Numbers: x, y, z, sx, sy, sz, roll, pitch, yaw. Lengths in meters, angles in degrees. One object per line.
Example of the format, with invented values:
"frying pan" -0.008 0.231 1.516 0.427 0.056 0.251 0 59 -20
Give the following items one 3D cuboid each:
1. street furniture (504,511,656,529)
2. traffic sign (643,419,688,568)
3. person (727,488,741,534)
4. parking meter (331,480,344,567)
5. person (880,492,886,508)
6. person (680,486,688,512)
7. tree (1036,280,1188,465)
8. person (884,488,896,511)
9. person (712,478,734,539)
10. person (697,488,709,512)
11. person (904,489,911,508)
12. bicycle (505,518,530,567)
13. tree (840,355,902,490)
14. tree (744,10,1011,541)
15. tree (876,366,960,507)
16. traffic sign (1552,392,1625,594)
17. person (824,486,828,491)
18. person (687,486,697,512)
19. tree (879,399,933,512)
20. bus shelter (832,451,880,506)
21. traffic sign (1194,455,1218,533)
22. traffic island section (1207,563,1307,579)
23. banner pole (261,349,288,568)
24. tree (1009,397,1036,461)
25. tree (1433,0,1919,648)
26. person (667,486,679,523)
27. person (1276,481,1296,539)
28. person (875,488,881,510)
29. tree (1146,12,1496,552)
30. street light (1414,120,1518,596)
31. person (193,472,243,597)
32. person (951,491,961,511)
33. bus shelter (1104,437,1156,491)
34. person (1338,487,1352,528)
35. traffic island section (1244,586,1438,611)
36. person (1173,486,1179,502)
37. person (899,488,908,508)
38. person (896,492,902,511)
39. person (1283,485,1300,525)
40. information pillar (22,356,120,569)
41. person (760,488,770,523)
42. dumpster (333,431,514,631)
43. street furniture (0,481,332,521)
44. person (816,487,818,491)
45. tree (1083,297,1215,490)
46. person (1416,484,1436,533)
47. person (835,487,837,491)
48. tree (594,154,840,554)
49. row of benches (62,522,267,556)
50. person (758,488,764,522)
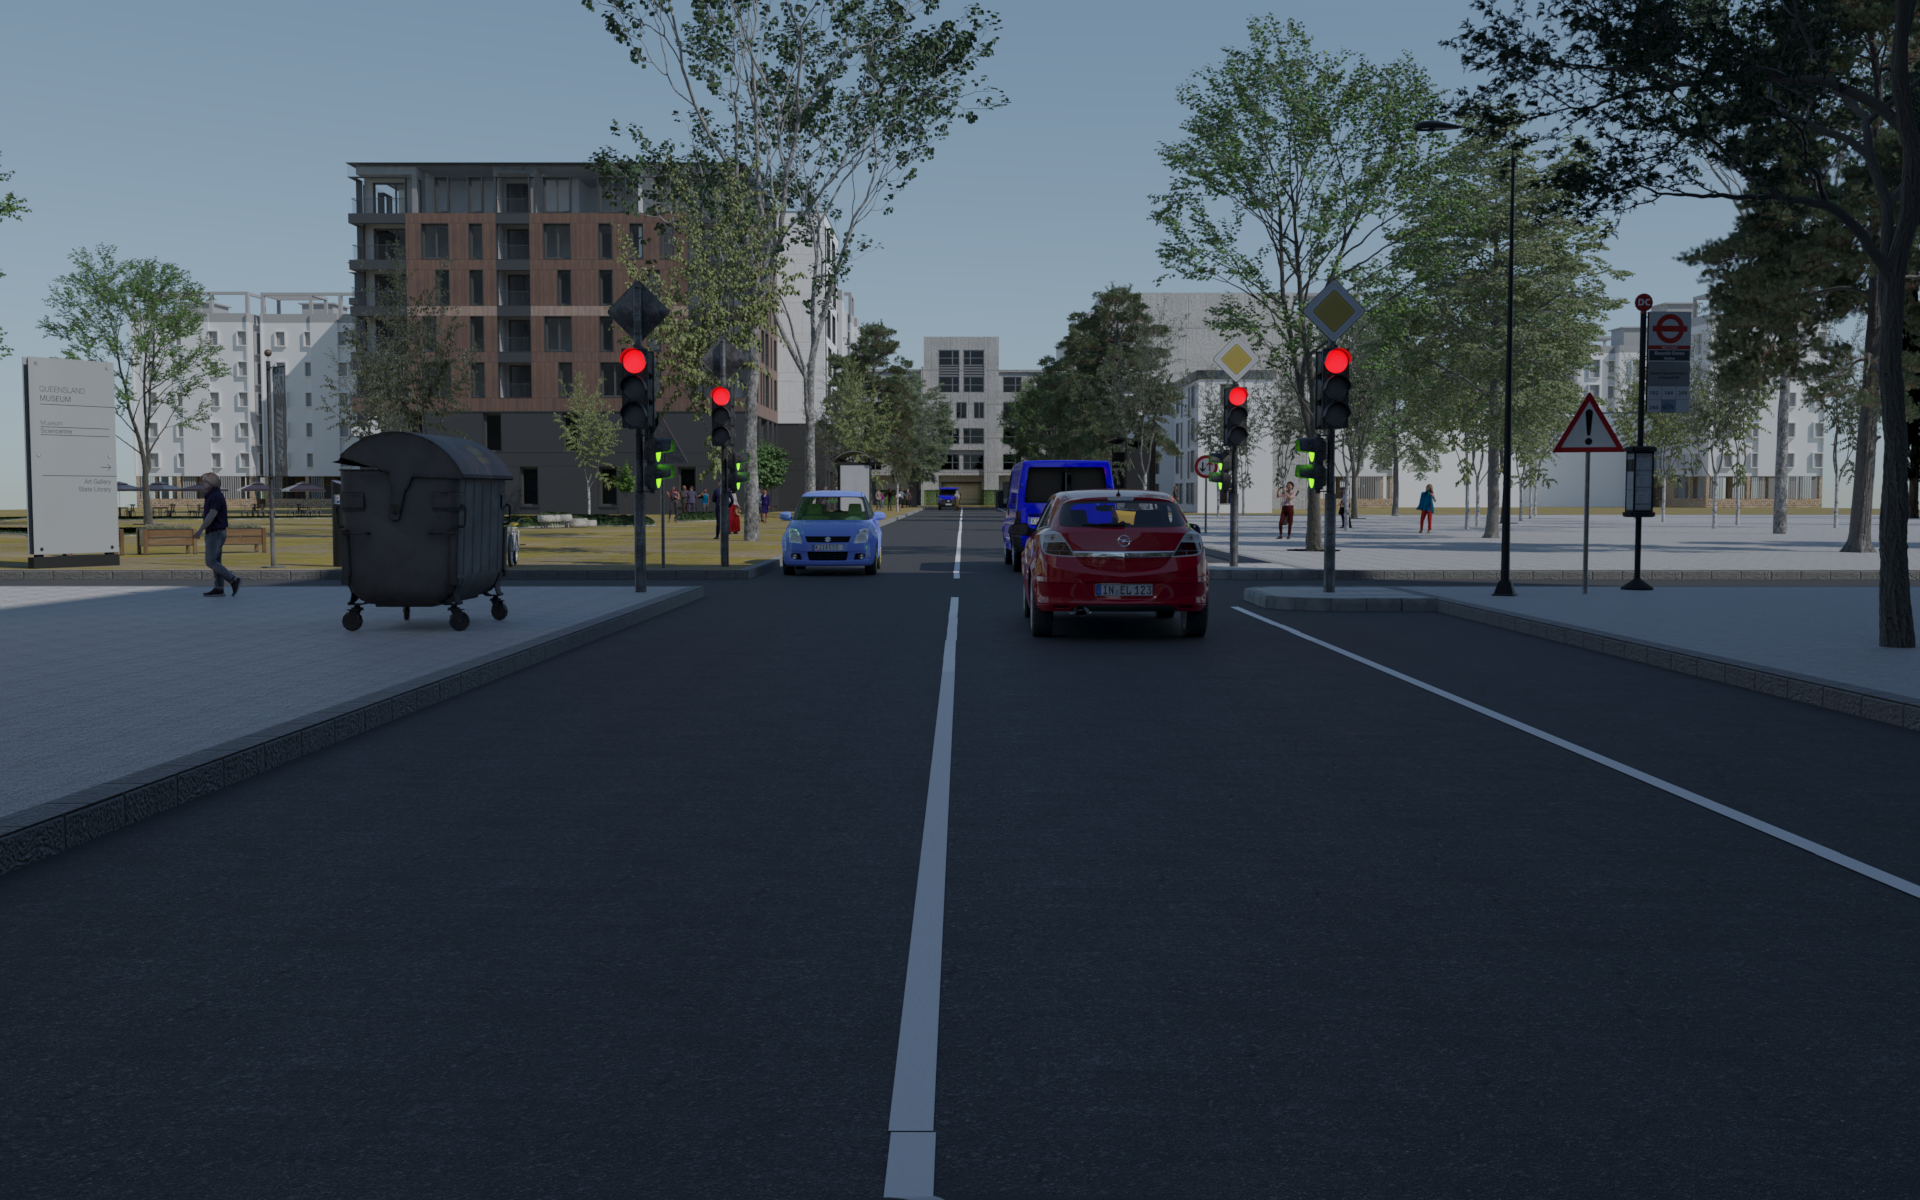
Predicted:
"street furniture" -15.853 -3.248 68.725 5.734 0.657 10.072 1 4 21
"traffic sign" -5.142 -1.831 29.943 0.884 2.594 0.081 0 4 4
"person" -7.273 -2.867 55.381 0.387 1.526 0.523 3 5 43
"parking meter" -10.888 -1.356 30.583 0.372 1.533 0.369 0 3 0
"person" -6.888 -8.929 155.249 0.599 1.433 0.991 2 4 26
"person" -14.927 -5.361 94.375 0.600 1.739 0.565 2 4 27
"tree" 8.125 -10.189 88.648 6.751 12.117 7.091 0 3 0
"person" -5.344 -7.698 132.725 1.217 1.723 0.721 2 4 29
"person" -6.774 -2.602 49.290 0.576 1.737 0.504 -2 4 -31
"person" -13.040 -4.912 88.230 0.662 1.594 0.647 3 5 39
"person" -4.994 -9.672 164.737 0.434 1.755 0.990 -3 5 -45
"bicycle" -7.999 -1.086 30.982 0.635 0.972 1.543 -1 4 -9
"tree" -5.353 -8.644 91.686 4.737 8.622 4.395 0 3 0
"tree" -4.702 -11.749 47.986 12.611 20.169 13.585 0 3 0
"tree" -4.522 -16.122 170.247 9.857 13.997 8.962 0 3 0
"traffic sign" 8.046 -1.359 22.226 0.884 2.594 0.081 1 4 9
"person" -6.031 -4.270 77.328 0.415 1.643 0.593 1 4 12
"person" -14.356 -5.245 92.719 0.541 1.710 0.530 0 4 7
"tree" -4.203 -10.534 122.600 4.360 8.622 3.978 0 3 0
"bus shelter" -4.957 -5.469 83.335 2.014 3.302 5.546 0 3 0
"traffic sign" 8.014 -3.444 56.417 0.768 2.556 0.104 1 4 9
"traffic island section" 4.860 -0.510 30.617 2.009 0.180 2.903 0 3 0
"banner pole" -11.798 -2.439 29.898 0.863 3.779 0.401 3 5 43
"tree" 7.965 -11.136 104.126 6.751 12.117 7.091 0 3 0
"tree" 7.544 -4.887 14.322 7.601 10.594 8.767 1 4 10
"person" -12.744 -4.247 76.954 0.415 1.643 0.593 3 5 41
"person" 9.269 -2.554 49.263 0.566 1.644 0.517 -1 4 -13
"person" -6.626 -8.112 139.207 0.617 1.759 0.750 -2 4 -24
"tree" 7.767 -6.896 38.503 9.928 11.665 9.643 0 3 0
"street light" 6.343 -3.007 21.712 1.470 5.913 1.316 0 3 0
"person" -9.261 -0.817 21.615 0.471 1.553 0.569 1 4 14
"person" -0.338 -8.525 148.612 0.721 1.736 1.217 3 5 45
"bus shelter" 7.252 -5.059 73.994 1.731 3.624 6.357 0 3 0
"person" 14.596 -3.506 65.583 0.590 1.554 0.614 0 4 -3
"traffic island section" 4.846 -0.021 22.632 2.009 0.180 2.903 0 3 0
"person" 13.927 -6.461 111.813 0.705 1.807 1.348 0 4 -1
"person" -5.311 -9.327 158.525 0.705 1.826 1.348 3 5 40
"person" -4.608 -7.459 131.180 0.628 1.438 0.799 -3 5 -41
"person" 13.585 -3.933 71.156 0.742 1.727 0.445 -2 4 -26
"information pillar" -15.557 -2.387 30.337 0.184 3.620 1.656 2 4 27
"person" -8.597 -4.155 76.349 0.453 1.535 0.546 -1 4 -15
"dumpster" -5.192 -0.678 16.847 1.264 1.857 1.865 0 4 0
"street furniture" -39.026 -5.160 89.395 27.439 1.986 14.083 -1 4 -20
"person" -9.208 -6.444 112.223 0.721 1.723 1.217 0 4 5
"tree" 6.872 -7.025 65.215 4.360 8.622 3.978 0 3 0
"person" 15.158 -2.969 56.297 0.444 1.614 0.593 -2 4 -24
"person" -8.734 -7.070 122.197 0.990 1.755 0.434 0 4 -6
"tree" -5.287 -5.286 36.795 4.737 8.622 4.395 0 3 0
"row of benches" -16.845 -1.316 36.975 4.104 0.672 1.422 -3 4 -38
"person" -9.168 -4.340 79.220 0.499 1.552 0.429 -1 4 -15
